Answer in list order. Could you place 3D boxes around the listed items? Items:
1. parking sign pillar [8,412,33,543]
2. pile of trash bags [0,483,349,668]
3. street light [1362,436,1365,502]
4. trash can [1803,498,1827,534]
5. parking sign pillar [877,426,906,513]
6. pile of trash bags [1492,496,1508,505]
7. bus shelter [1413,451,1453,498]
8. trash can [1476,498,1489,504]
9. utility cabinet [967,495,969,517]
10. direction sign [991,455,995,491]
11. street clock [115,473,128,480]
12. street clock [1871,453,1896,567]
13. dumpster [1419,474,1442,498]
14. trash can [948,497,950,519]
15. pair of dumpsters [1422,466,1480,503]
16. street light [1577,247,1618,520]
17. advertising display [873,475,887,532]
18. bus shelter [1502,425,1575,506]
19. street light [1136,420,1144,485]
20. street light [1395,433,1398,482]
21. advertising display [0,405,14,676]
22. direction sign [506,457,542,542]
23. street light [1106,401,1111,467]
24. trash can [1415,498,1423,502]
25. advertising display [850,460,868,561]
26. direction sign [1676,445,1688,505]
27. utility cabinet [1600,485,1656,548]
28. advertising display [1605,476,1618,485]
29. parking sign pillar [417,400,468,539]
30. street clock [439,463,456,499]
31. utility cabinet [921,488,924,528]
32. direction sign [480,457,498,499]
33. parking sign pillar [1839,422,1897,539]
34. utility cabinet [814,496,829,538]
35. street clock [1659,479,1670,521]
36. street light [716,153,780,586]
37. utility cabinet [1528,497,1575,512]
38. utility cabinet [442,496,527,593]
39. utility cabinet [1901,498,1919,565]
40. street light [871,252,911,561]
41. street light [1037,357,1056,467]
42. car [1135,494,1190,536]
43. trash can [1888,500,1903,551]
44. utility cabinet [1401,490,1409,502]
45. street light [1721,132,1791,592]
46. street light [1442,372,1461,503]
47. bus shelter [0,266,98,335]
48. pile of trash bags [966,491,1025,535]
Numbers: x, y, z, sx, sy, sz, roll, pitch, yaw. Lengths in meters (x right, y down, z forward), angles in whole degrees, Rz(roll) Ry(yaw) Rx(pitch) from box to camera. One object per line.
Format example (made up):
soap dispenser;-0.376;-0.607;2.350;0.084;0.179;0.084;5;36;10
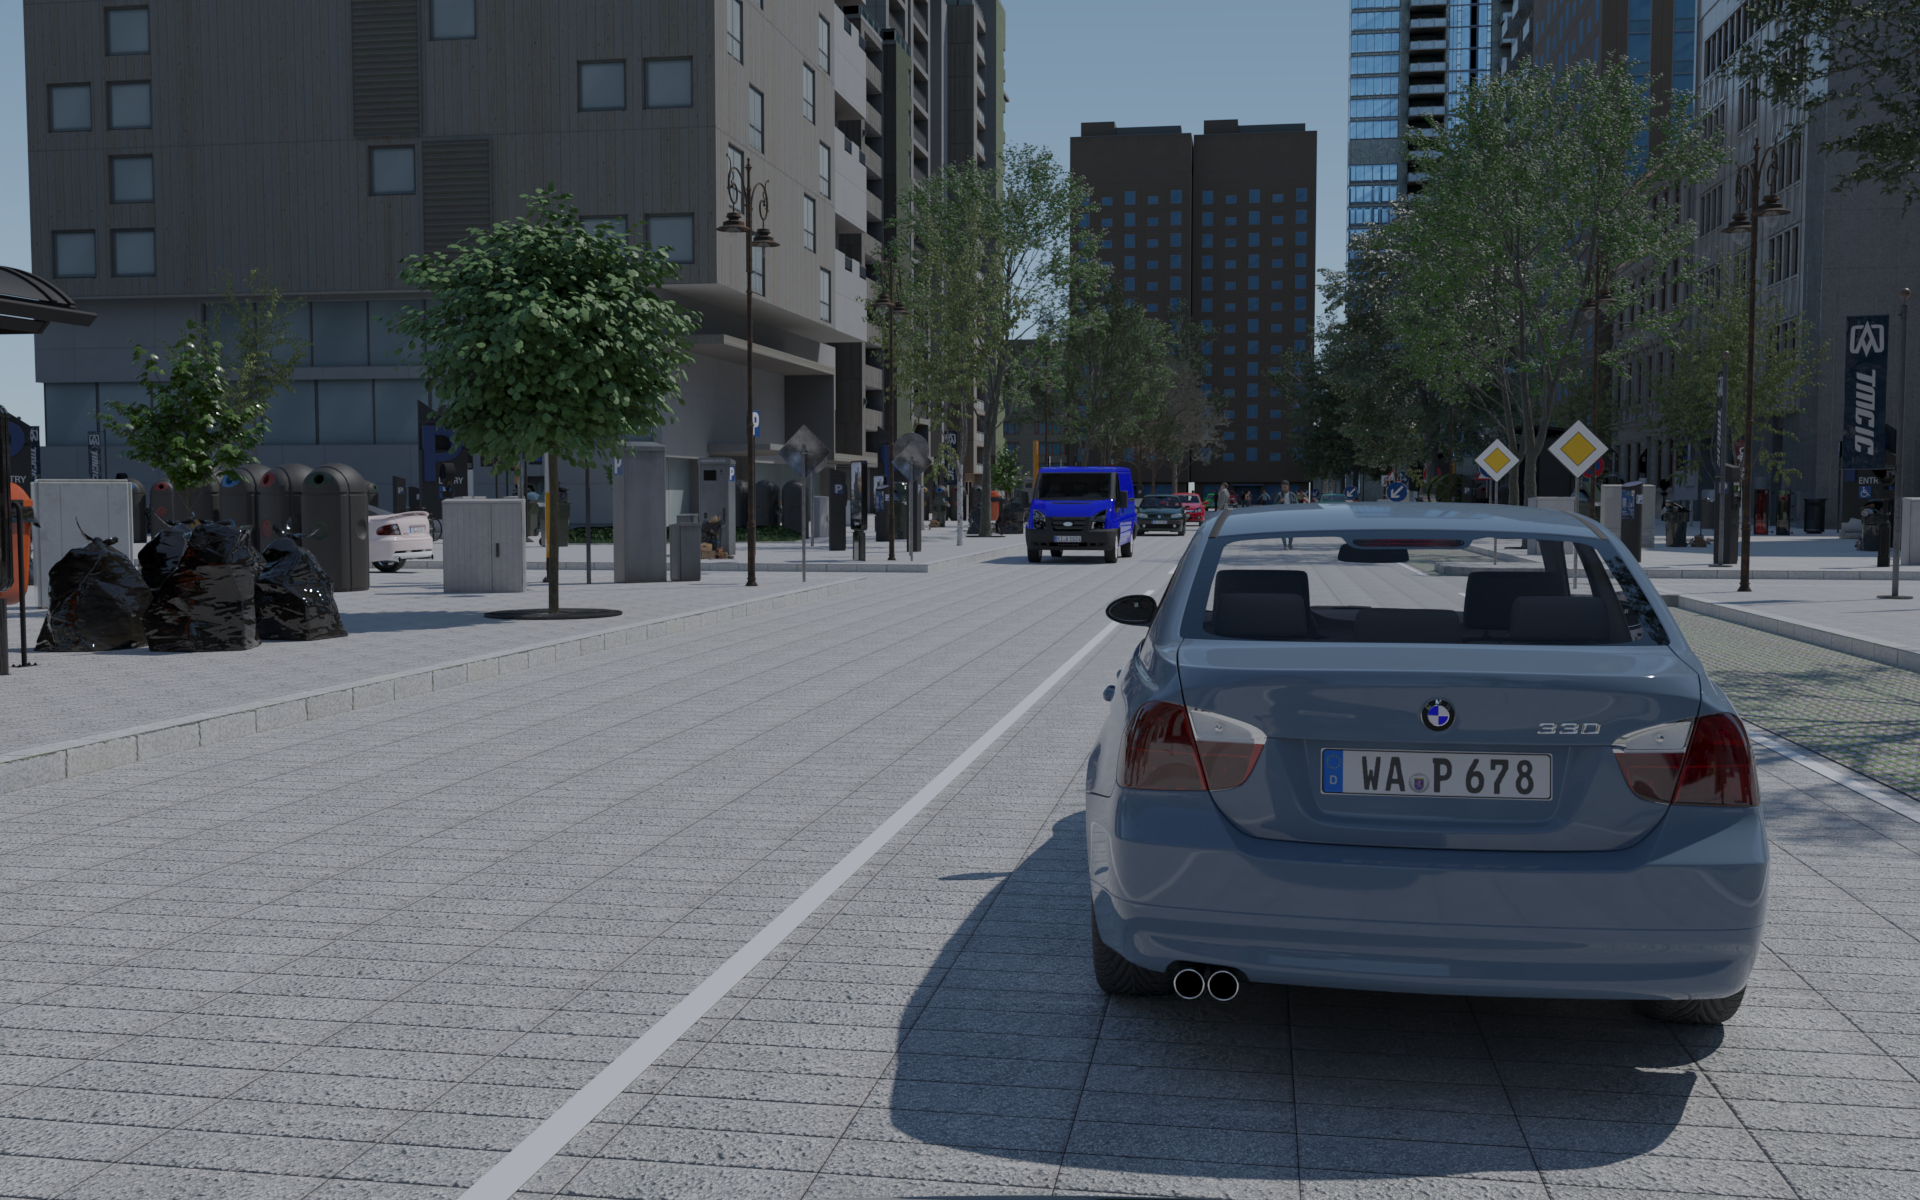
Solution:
parking sign pillar;-25.132;-3.489;45.514;1.447;3.967;1.447;-2;4;-29
pile of trash bags;-6.778;-0.276;14.263;1.912;1.369;3.447;1;4;17
street light;24.269;-8.035;104.158;0.468;5.910;1.993;1;4;10
trash can;27.515;-2.698;55.762;0.748;1.137;0.748;0;3;0
parking sign pillar;-2.625;-4.930;69.072;1.447;3.967;1.447;-2;4;-30
pile of trash bags;21.762;-3.606;68.711;3.447;1.369;1.912;0;4;-6
bus shelter;25.850;-6.336;94.873;1.731;3.624;6.357;1;4;10
trash can;19.292;-3.210;64.139;0.748;1.137;0.748;0;3;0
utility cabinet;0.042;-5.125;94.955;0.306;1.237;1.020;3;4;39
direction sign;1.939;-6.692;101.403;0.379;3.537;0.876;-1;4;-14
street clock;-28.729;-3.354;59.415;0.471;2.002;0.358;3;5;39
street clock;16.262;-1.582;30.437;0.471;2.002;0.358;2;4;34
dumpster;21.995;-4.727;79.776;1.502;2.255;1.985;1;4;10
trash can;-0.321;-4.742;89.185;0.748;1.137;0.748;0;3;0
pair of dumpsters;17.367;-3.594;61.258;1.574;2.255;4.437;1;4;10
street light;11.972;-3.662;32.665;0.468;5.910;1.993;1;4;10
advertising display;-2.711;-3.272;58.708;0.123;1.923;0.974;-2;4;-25
bus shelter;20.391;-4.267;61.053;1.731;3.624;6.357;1;4;10
street light;10.982;-8.098;105.184;0.468;5.910;1.993;1;4;10
street light;20.214;-6.572;80.240;0.468;5.910;1.993;1;4;10
advertising display;-7.195;-0.425;12.169;0.974;1.923;0.123;0;4;-8
direction sign;-11.536;-3.304;46.010;0.876;3.537;0.379;-2;4;-28
street light;6.903;-6.631;81.201;0.468;5.910;1.993;1;4;10
trash can;17.405;-3.260;64.953;0.748;1.137;0.748;0;3;0
advertising display;-1.949;-1.723;33.382;0.123;1.923;0.974;-1;4;-16
direction sign;33.749;-5.444;80.998;0.379;3.537;0.876;-1;4;-12
utility cabinet;15.690;-1.958;40.693;1.173;1.500;0.318;0;4;0
advertising display;23.376;-3.485;62.192;0.123;1.923;0.974;3;5;40
parking sign pillar;-14.818;-3.742;49.660;1.447;3.967;1.447;-2;4;-29
street clock;-11.958;-2.194;40.448;0.358;2.002;0.471;-3;4;-36
utility cabinet;-1.803;-3.392;64.135;0.318;1.500;1.173;-3;4;-37
direction sign;-13.225;-3.513;49.430;0.876;3.537;0.379;-1;4;-11
parking sign pillar;26.020;-3.736;49.562;1.447;3.967;1.447;-2;4;-34
utility cabinet;-4.132;-2.465;51.459;0.306;1.237;1.020;1;4;15
street clock;33.511;-4.764;82.454;0.471;2.002;0.358;1;4;15
street light;-2.905;-3.130;23.964;0.468;5.910;1.993;1;4;10
utility cabinet;12.519;-1.563;36.715;1.020;1.237;0.306;-1;4;-23
utility cabinet;-6.204;-0.699;22.598;1.020;1.237;0.306;0;4;-4
utility cabinet;17.604;-1.233;31.317;1.020;1.237;0.306;0;4;-1
street light;-1.319;-3.702;33.308;0.468;5.910;1.993;1;4;10
street light;2.840;-5.154;57.054;0.468;5.910;1.993;1;4;10
car;7.023;-3.103;60.513;2.009;1.686;4.222;1;4;8
trash can;21.443;-1.691;39.294;0.748;1.137;0.748;0;3;0
utility cabinet;22.951;-4.950;89.618;0.318;1.500;1.173;2;4;30
street light;10.325;-3.048;22.616;0.468;5.910;1.993;1;4;10
street light;15.994;-5.116;56.435;0.468;5.910;1.993;1;4;10
bus shelter;-9.065;-1.153;12.781;2.014;3.302;5.546;1;4;10
pile of trash bags;1.112;-2.784;55.275;1.912;1.369;3.447;0;4;2
